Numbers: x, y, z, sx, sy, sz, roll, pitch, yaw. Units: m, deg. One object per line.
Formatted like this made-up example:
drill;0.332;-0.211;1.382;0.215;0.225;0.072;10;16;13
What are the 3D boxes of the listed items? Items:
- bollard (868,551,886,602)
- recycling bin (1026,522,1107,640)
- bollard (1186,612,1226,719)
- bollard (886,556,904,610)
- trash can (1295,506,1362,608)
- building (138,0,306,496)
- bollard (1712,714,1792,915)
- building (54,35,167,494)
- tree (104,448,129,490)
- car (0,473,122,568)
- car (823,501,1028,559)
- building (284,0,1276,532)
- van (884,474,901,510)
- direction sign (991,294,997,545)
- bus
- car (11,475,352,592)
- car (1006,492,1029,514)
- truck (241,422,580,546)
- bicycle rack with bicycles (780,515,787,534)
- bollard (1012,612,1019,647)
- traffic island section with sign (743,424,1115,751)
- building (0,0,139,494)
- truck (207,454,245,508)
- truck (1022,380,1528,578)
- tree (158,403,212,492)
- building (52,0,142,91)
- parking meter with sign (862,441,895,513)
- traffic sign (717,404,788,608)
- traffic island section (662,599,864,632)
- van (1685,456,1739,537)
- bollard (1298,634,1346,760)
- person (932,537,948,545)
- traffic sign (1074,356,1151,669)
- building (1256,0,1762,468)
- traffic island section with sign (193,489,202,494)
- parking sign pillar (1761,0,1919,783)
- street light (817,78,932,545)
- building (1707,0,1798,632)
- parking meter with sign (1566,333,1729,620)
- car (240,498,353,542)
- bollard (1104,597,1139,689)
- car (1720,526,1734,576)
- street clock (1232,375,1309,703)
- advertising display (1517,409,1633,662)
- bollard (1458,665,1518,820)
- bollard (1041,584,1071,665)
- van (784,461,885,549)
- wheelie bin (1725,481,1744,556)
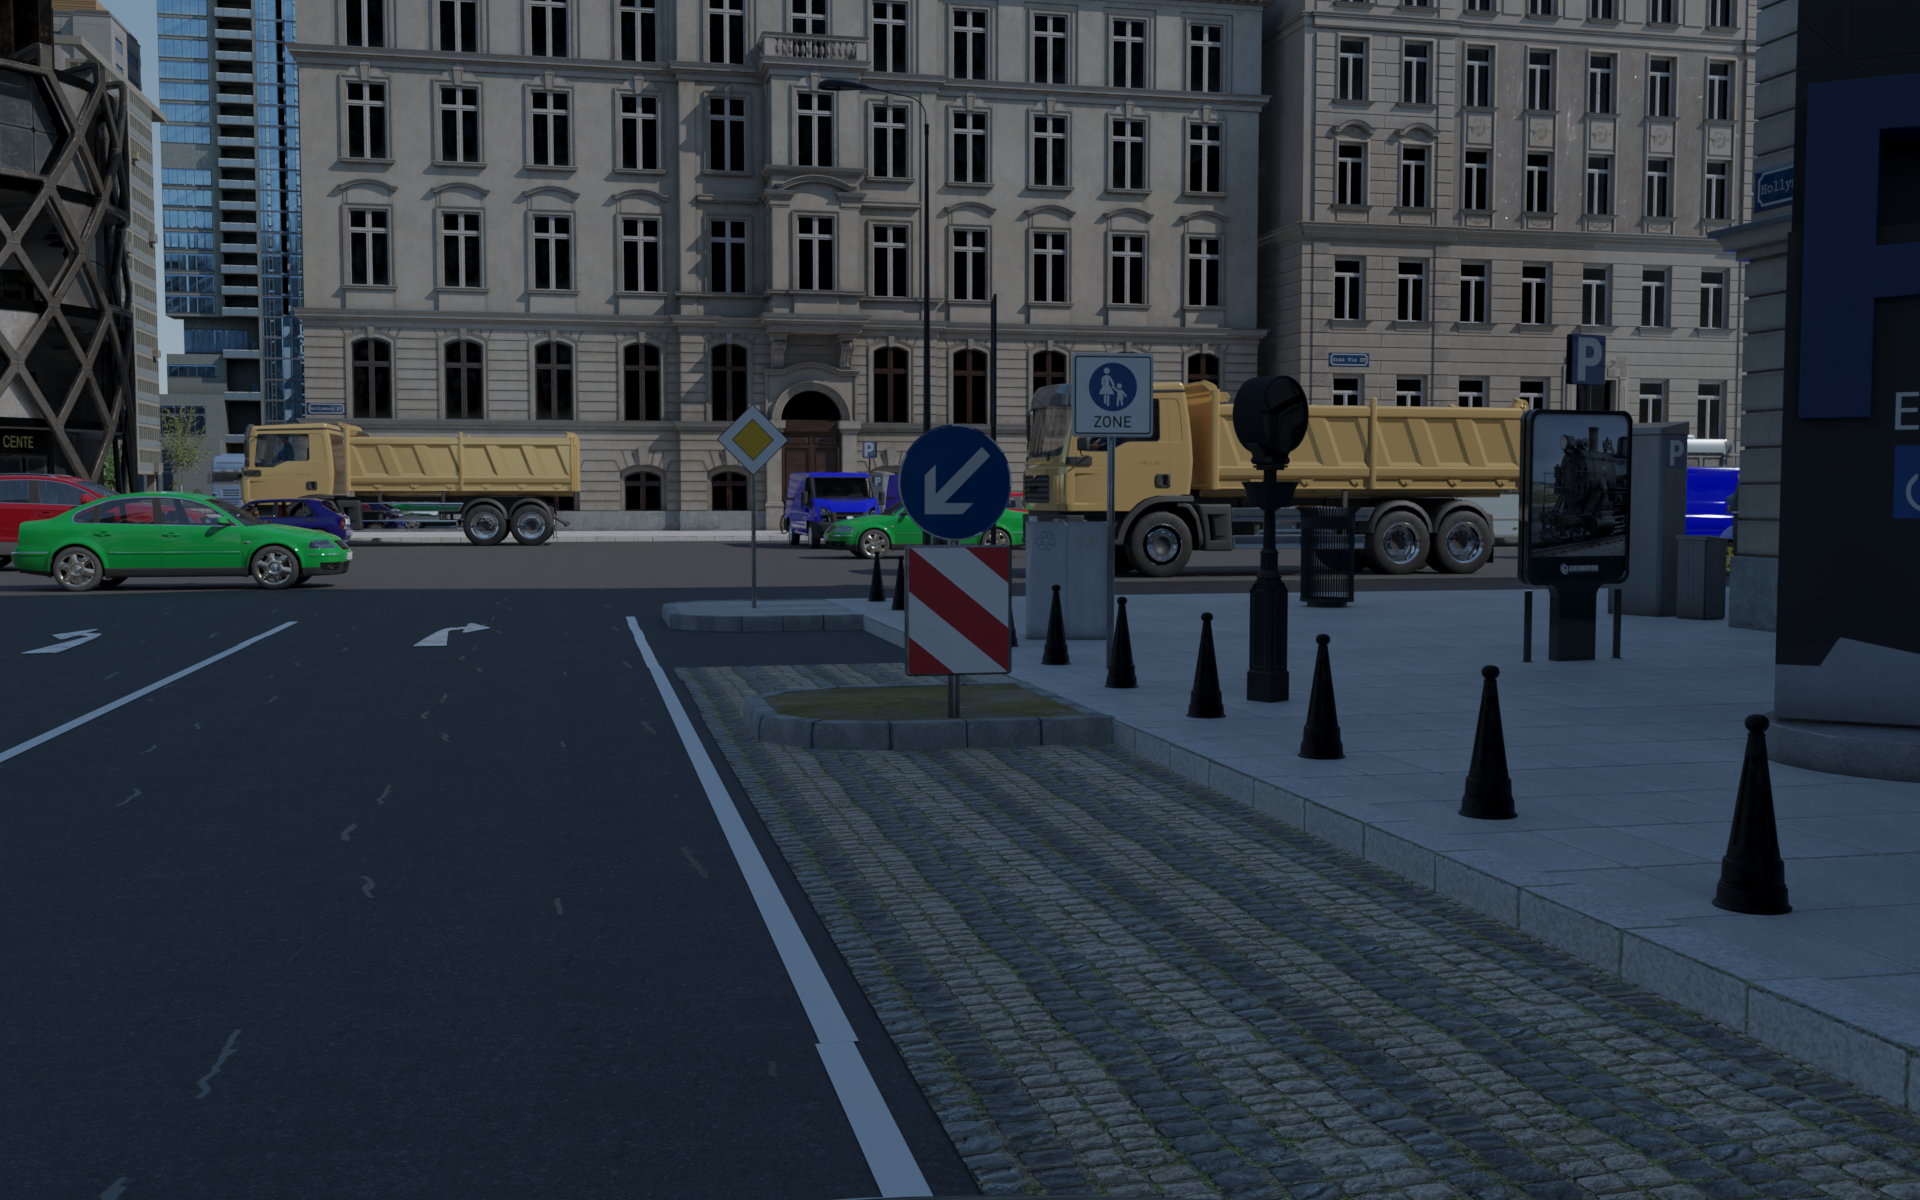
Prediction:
bollard;-0.992;-0.286;20.716;0.229;0.601;0.229;0;3;0
recycling bin;0.954;-0.184;15.569;0.722;1.027;0.722;0;4;2
bollard;1.422;0.370;9.985;0.229;0.601;0.229;0;3;0
bollard;-0.654;-0.192;19.185;0.229;0.601;0.229;0;3;0
trash can;4.190;-0.495;19.741;0.748;1.137;0.748;0;3;0
building;-84.602;-55.088;213.358;31.000;86.520;22.319;-1;4;-13
bollard;2.462;0.653;5.367;0.229;0.601;0.229;0;3;0
building;-80.745;-27.650;143.951;23.993;40.220;32.217;-1;4;-13
tree;-59.835;-8.456;121.967;4.285;4.588;4.351;0;3;0
car;-17.010;-1.477;32.826;5.304;1.827;2.281;-1;4;-12
car;-0.715;-1.848;39.006;4.718;1.807;1.959;-1;4;-13
building;-6.432;-15.086;65.736;34.723;24.649;14.460;-1;4;-13
van;-0.879;-2.870;51.305;2.240;2.365;5.245;-1;4;-13
direction sign;0.389;-1.718;20.083;0.379;3.537;0.876;0;4;-1
bus;15.867;-3.271;48.336;13.247;3.499;2.948;-1;4;-12
car;-11.778;-1.078;26.425;4.718;1.807;1.959;-1;4;-12
car;1.936;-2.215;45.259;4.494;1.783;2.155;-1;4;-12
truck;-15.606;-3.198;48.211;9.791;3.379;3.469;-1;4;-11
bicycle rack with bicycles;-4.713;-2.606;55.989;2.852;0.926;2.925;3;5;41
bollard;0.383;0.088;14.598;0.229;0.601;0.229;0;3;0
traffic island section with sign;-0.293;-0.120;10.589;1.989;1.847;2.006;-1;4;-13
building;-37.751;-11.787;60.163;16.811;18.784;16.820;-1;4;-13
truck;-49.401;-8.059;121.515;2.967;4.110;18.799;-1;4;-12
truck;5.222;-2.158;31.207;9.791;3.379;3.469;-1;4;-14
tree;-63.168;-11.639;140.668;4.737;8.622;4.395;0;3;0
building;-113.450;-40.708;207.567;28.212;58.520;21.231;-1;4;-13
parking meter with sign;-2.516;-3.773;57.957;0.543;3.016;1.738;2;4;34
traffic sign;-2.320;-0.965;19.422;0.795;2.450;0.064;-1;4;-13
traffic island section;-2.298;0.170;19.504;2.009;0.180;2.903;-1;4;-13
van;16.362;-2.106;38.822;5.245;2.365;2.240;-1;4;-14
bollard;1.768;0.464;8.450;0.229;0.601;0.229;0;3;0
person;-0.330;-0.991;26.568;0.647;1.594;0.662;2;4;32
traffic sign;1.102;-0.644;12.654;0.606;2.300;0.079;-1;4;-10
building;23.022;-16.743;71.008;25.104;27.353;12.463;-1;4;-13
traffic island section with sign;-59.154;-7.689;134.336;1.989;1.847;2.006;-1;4;-13
parking sign pillar;4.622;-1.206;8.183;1.447;3.967;1.447;2;4;29
street light;-0.907;-2.881;19.651;1.470;5.913;1.316;-1;4;-13
building;16.155;-11.101;0.592;14.460;24.649;34.723;-1;4;-13
parking meter with sign;7.272;-1.348;18.306;0.543;3.016;1.738;-2;4;-31
car;-16.657;-1.771;41.528;3.894;1.354;1.945;-1;4;-13
bollard;1.076;0.277;11.514;0.229;0.601;0.229;0;3;0
car;14.567;-1.218;29.512;1.945;1.707;3.694;-1;4;-14
street clock;1.913;-0.375;10.700;0.471;2.002;0.358;-3;5;-41
advertising display;4.727;-0.496;13.321;0.974;1.923;0.123;-1;4;-21
bollard;2.112;0.559;6.910;0.229;0.601;0.229;0;3;0
bollard;0.725;0.182;13.068;0.229;0.601;0.229;0;3;0
van;-3.477;-2.621;47.232;2.240;2.365;5.245;-1;4;-14
wheelie bin;10.115;-0.849;21.793;0.693;1.594;0.980;-3;5;-41
